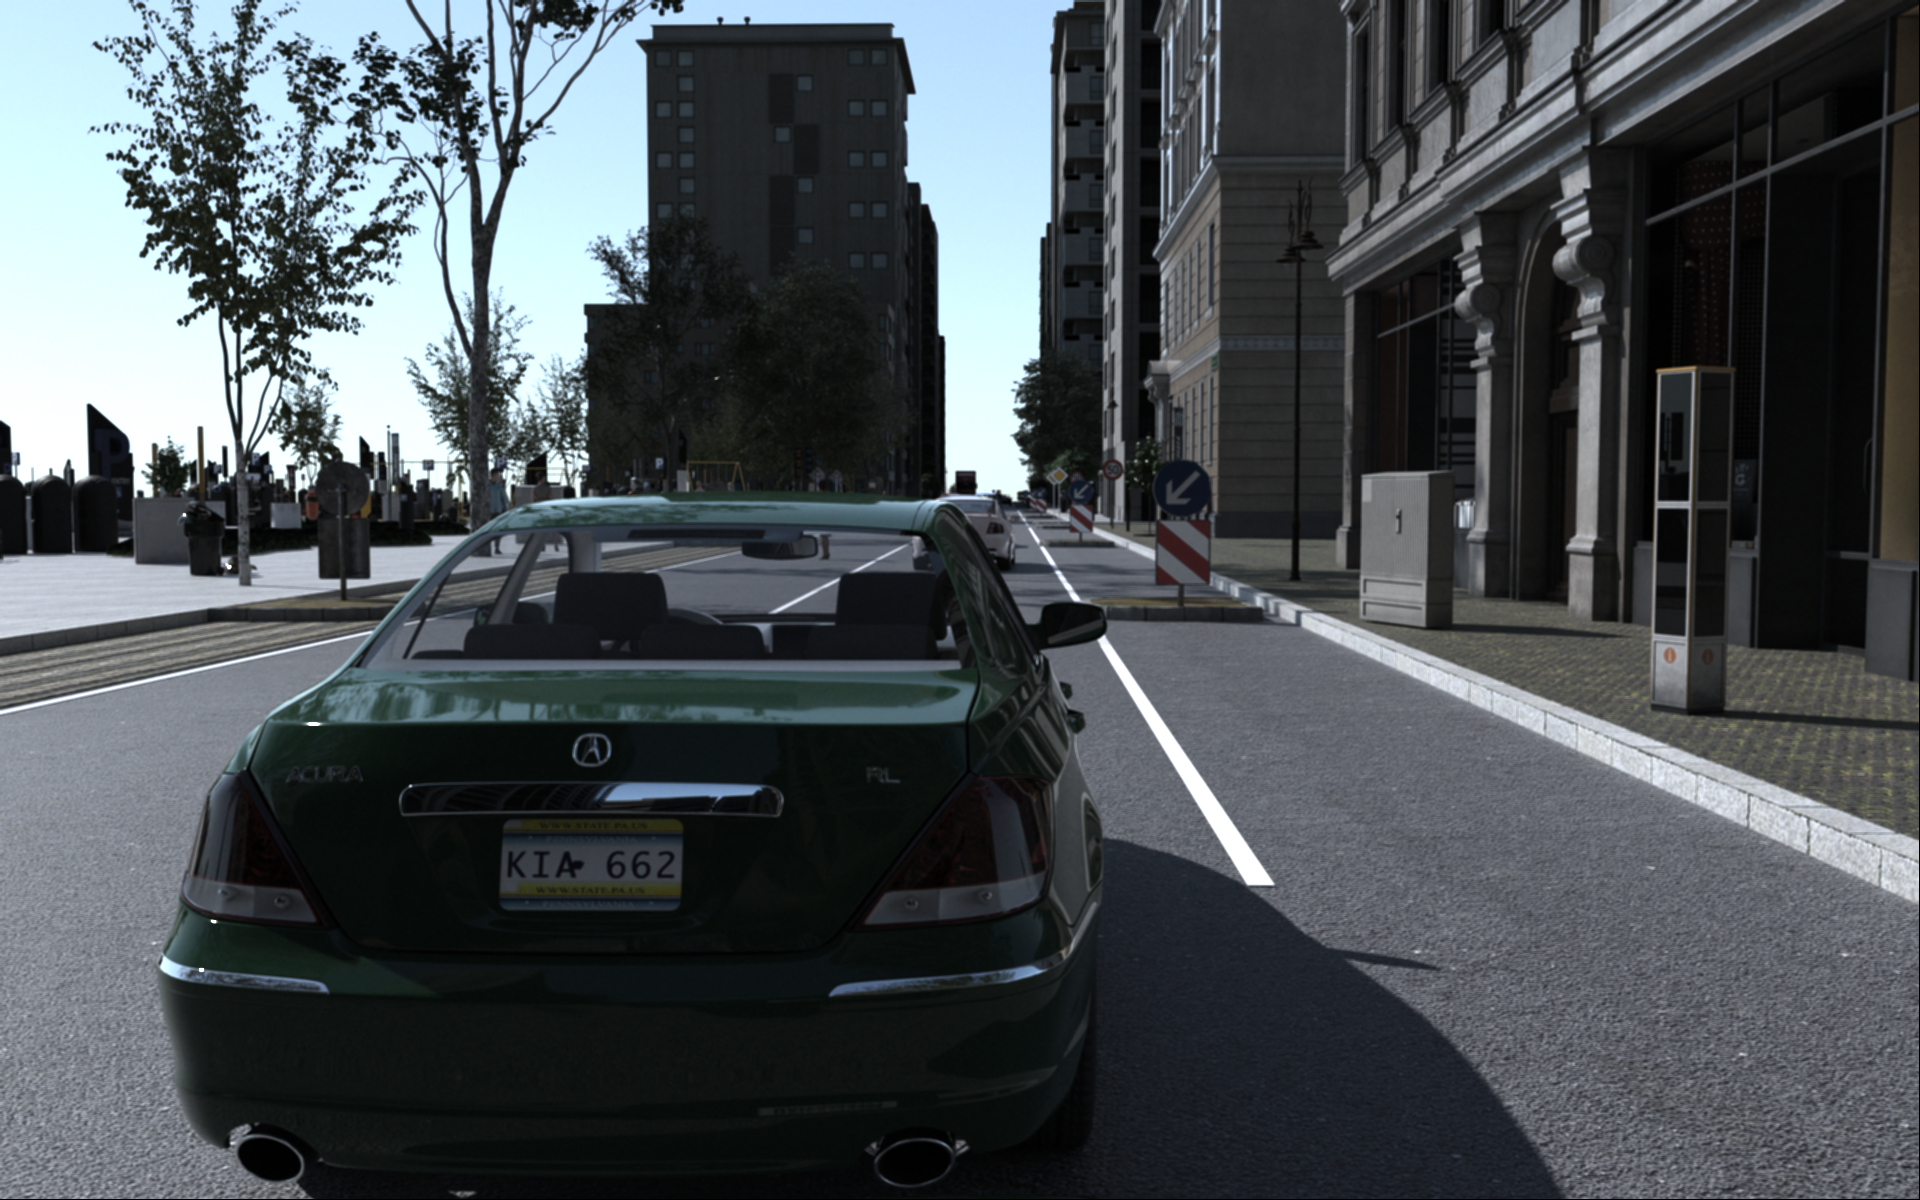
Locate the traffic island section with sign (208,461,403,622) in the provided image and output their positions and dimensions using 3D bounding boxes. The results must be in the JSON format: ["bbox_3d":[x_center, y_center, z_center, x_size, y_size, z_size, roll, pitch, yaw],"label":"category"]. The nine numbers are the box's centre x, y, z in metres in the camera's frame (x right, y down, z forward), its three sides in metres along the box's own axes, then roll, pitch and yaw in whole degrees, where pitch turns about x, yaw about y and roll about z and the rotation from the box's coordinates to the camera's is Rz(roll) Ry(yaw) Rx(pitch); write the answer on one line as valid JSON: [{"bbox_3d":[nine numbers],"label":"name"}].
[{"bbox_3d":[-7.391,-0.710,20.244,1.989,1.847,2.006,0,4,2],"label":"traffic island section with sign"}]

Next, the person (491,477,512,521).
[{"bbox_3d":[-13.203,-2.639,49.680,0.782,1.767,0.515,1,4,10],"label":"person"}]

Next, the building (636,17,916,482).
[{"bbox_3d":[-20.013,-37.366,200.180,28.713,52.752,27.495,0,4,2],"label":"building"}]

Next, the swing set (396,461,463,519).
[{"bbox_3d":[-25.359,-5.234,83.202,3.119,2.851,2.862,-1,4,-12],"label":"swing set"}]

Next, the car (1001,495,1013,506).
[{"bbox_3d":[5.275,-11.766,204.960,1.945,1.354,3.894,0,4,1],"label":"car"}]

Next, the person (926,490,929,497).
[{"bbox_3d":[-3.937,-12.577,211.700,0.705,1.821,1.348,0,4,-8],"label":"person"}]

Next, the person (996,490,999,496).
[{"bbox_3d":[3.040,-8.893,154.123,1.509,1.804,0.699,-3,5,-42],"label":"person"}]

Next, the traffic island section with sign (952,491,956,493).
[{"bbox_3d":[-0.055,-17.180,289.512,1.989,1.847,2.006,0,4,2],"label":"traffic island section with sign"}]

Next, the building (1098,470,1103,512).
[{"bbox_3d":[26.344,-26.378,123.159,32.217,40.220,23.993,0,4,2],"label":"building"}]

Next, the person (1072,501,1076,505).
[{"bbox_3d":[7.012,-5.811,105.737,0.332,1.250,0.352,-1,4,-14],"label":"person"}]

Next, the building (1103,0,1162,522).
[{"bbox_3d":[18.141,-39.714,87.579,20.611,71.187,20.563,0,4,2],"label":"building"}]

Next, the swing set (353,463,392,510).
[{"bbox_3d":[-30.220,-5.506,87.645,3.119,2.851,2.862,0,4,-7],"label":"swing set"}]

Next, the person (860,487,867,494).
[{"bbox_3d":[-5.049,-5.037,90.832,0.794,1.824,0.713,1,4,21],"label":"person"}]

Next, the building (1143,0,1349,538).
[{"bbox_3d":[13.882,-16.701,58.967,13.634,28.700,20.117,0,4,2],"label":"building"}]

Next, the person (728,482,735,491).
[{"bbox_3d":[-9.490,-4.016,72.197,0.515,1.767,0.782,3,5,41],"label":"person"}]

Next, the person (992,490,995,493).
[{"bbox_3d":[3.149,-9.292,160.431,0.705,1.824,1.348,1,4,13],"label":"person"}]

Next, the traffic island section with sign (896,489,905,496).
[{"bbox_3d":[-4.404,-7.417,129.900,1.989,1.847,2.006,0,4,2],"label":"traffic island section with sign"}]

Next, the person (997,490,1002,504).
[{"bbox_3d":[3.280,-8.402,146.287,0.534,1.772,0.576,1,4,21],"label":"person"}]

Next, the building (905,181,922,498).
[{"bbox_3d":[-12.286,-32.874,221.080,14.154,41.232,14.086,0,4,2],"label":"building"}]

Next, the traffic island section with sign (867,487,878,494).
[{"bbox_3d":[-5.157,-5.737,102.434,1.989,1.847,2.006,0,4,2],"label":"traffic island section with sign"}]

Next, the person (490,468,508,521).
[{"bbox_3d":[-10.017,-1.909,37.111,0.638,1.841,0.748,-2,4,-31],"label":"person"}]

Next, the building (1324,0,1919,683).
[{"bbox_3d":[10.991,-10.850,28.300,10.553,20.767,40.483,0,4,2],"label":"building"}]

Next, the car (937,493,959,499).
[{"bbox_3d":[-0.749,-7.979,139.497,2.155,1.783,4.494,0,4,2],"label":"car"}]

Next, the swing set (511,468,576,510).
[{"bbox_3d":[-24.994,-6.513,104.101,3.119,2.851,2.862,1,4,12],"label":"swing set"}]

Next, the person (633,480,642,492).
[{"bbox_3d":[-12.761,-3.815,68.195,0.755,1.850,0.659,1,4,12],"label":"person"}]

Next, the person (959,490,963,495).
[{"bbox_3d":[0.096,-10.561,181.167,1.348,1.824,0.705,-3,5,-43],"label":"person"}]

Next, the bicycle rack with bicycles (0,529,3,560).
[{"bbox_3d":[-19.265,-1.164,32.412,2.852,0.926,2.925,-1,4,-20],"label":"bicycle rack with bicycles"}]

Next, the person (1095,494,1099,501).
[{"bbox_3d":[13.308,-10.139,171.449,0.705,1.869,1.348,-2,4,-34],"label":"person"}]

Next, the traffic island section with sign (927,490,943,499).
[{"bbox_3d":[-3.039,-10.486,180.072,1.989,1.847,2.006,0,4,2],"label":"traffic island section with sign"}]

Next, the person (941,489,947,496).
[{"bbox_3d":[-0.913,-5.669,102.031,0.563,1.720,0.643,3,5,44],"label":"person"}]

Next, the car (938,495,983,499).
[{"bbox_3d":[0.042,-2.205,48.060,2.014,1.417,4.499,0,4,2],"label":"car"}]

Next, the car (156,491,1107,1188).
[{"bbox_3d":[-0.582,0.401,5.234,2.131,1.459,4.920,0,4,1],"label":"car"}]

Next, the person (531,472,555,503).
[{"bbox_3d":[-9.281,-1.978,38.727,0.599,1.781,0.374,-1,4,-16],"label":"person"}]

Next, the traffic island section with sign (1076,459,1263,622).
[{"bbox_3d":[2.436,-0.722,20.428,1.989,1.847,2.006,0,4,2],"label":"traffic island section with sign"}]

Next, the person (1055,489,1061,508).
[{"bbox_3d":[9.401,-9.608,163.227,1.348,1.812,0.705,-3,5,-43],"label":"person"}]

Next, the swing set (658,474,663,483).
[{"bbox_3d":[-23.435,-8.617,138.502,2.862,2.851,3.119,0,4,1],"label":"swing set"}]

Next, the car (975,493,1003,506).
[{"bbox_3d":[1.371,-5.139,93.607,1.945,1.707,3.694,0,4,0],"label":"car"}]

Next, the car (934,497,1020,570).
[{"bbox_3d":[0.123,-1.325,34.026,2.083,1.381,4.827,0,4,3],"label":"car"}]

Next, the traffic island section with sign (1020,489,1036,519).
[{"bbox_3d":[4.672,-5.727,102.259,1.989,1.847,2.006,0,4,2],"label":"traffic island section with sign"}]

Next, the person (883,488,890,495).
[{"bbox_3d":[-6.063,-8.362,143.113,0.532,1.782,0.716,-1,4,-13],"label":"person"}]

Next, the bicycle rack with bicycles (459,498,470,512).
[{"bbox_3d":[-42.101,-7.924,142.945,2.925,0.926,2.852,2,4,34],"label":"bicycle rack with bicycles"}]

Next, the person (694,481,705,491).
[{"bbox_3d":[-8.927,-3.286,60.440,0.731,1.740,0.598,-3,5,-41],"label":"person"}]

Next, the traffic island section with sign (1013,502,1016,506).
[{"bbox_3d":[6.789,-10.483,180.019,1.989,1.847,2.006,0,4,2],"label":"traffic island section with sign"}]

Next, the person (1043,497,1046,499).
[{"bbox_3d":[9.524,-11.496,194.916,0.541,1.710,0.530,1,4,9],"label":"person"}]

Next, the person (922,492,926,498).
[{"bbox_3d":[-5.049,-14.243,239.721,0.742,1.727,0.445,3,4,36],"label":"person"}]

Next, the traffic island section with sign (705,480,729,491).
[{"bbox_3d":[-6.657,-2.366,47.313,1.989,1.847,2.006,0,4,2],"label":"traffic island section with sign"}]

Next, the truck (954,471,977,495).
[{"bbox_3d":[0.709,-13.657,212.211,2.839,4.237,11.283,0,4,1],"label":"truck"}]

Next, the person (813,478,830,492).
[{"bbox_3d":[-2.999,-1.780,37.960,0.532,1.782,0.716,3,4,36],"label":"person"}]

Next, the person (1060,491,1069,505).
[{"bbox_3d":[9.732,-9.239,157.185,1.350,1.814,0.705,1,4,21],"label":"person"}]

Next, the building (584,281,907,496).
[{"bbox_3d":[-19.896,-19.969,171.527,27.650,21.520,28.899,0,4,2],"label":"building"}]

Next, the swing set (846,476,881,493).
[{"bbox_3d":[-8.376,-9.377,150.932,3.119,2.851,2.862,-2,4,-24],"label":"swing set"}]

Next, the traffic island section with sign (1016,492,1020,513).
[{"bbox_3d":[5.423,-7.417,129.888,1.989,1.847,2.006,0,4,2],"label":"traffic island section with sign"}]

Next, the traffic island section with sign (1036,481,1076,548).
[{"bbox_3d":[3.171,-2.370,47.373,1.989,1.847,2.006,0,4,2],"label":"traffic island section with sign"}]

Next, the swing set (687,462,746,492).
[{"bbox_3d":[-11.939,-5.296,84.205,3.119,2.851,2.862,-2,4,-35],"label":"swing set"}]
